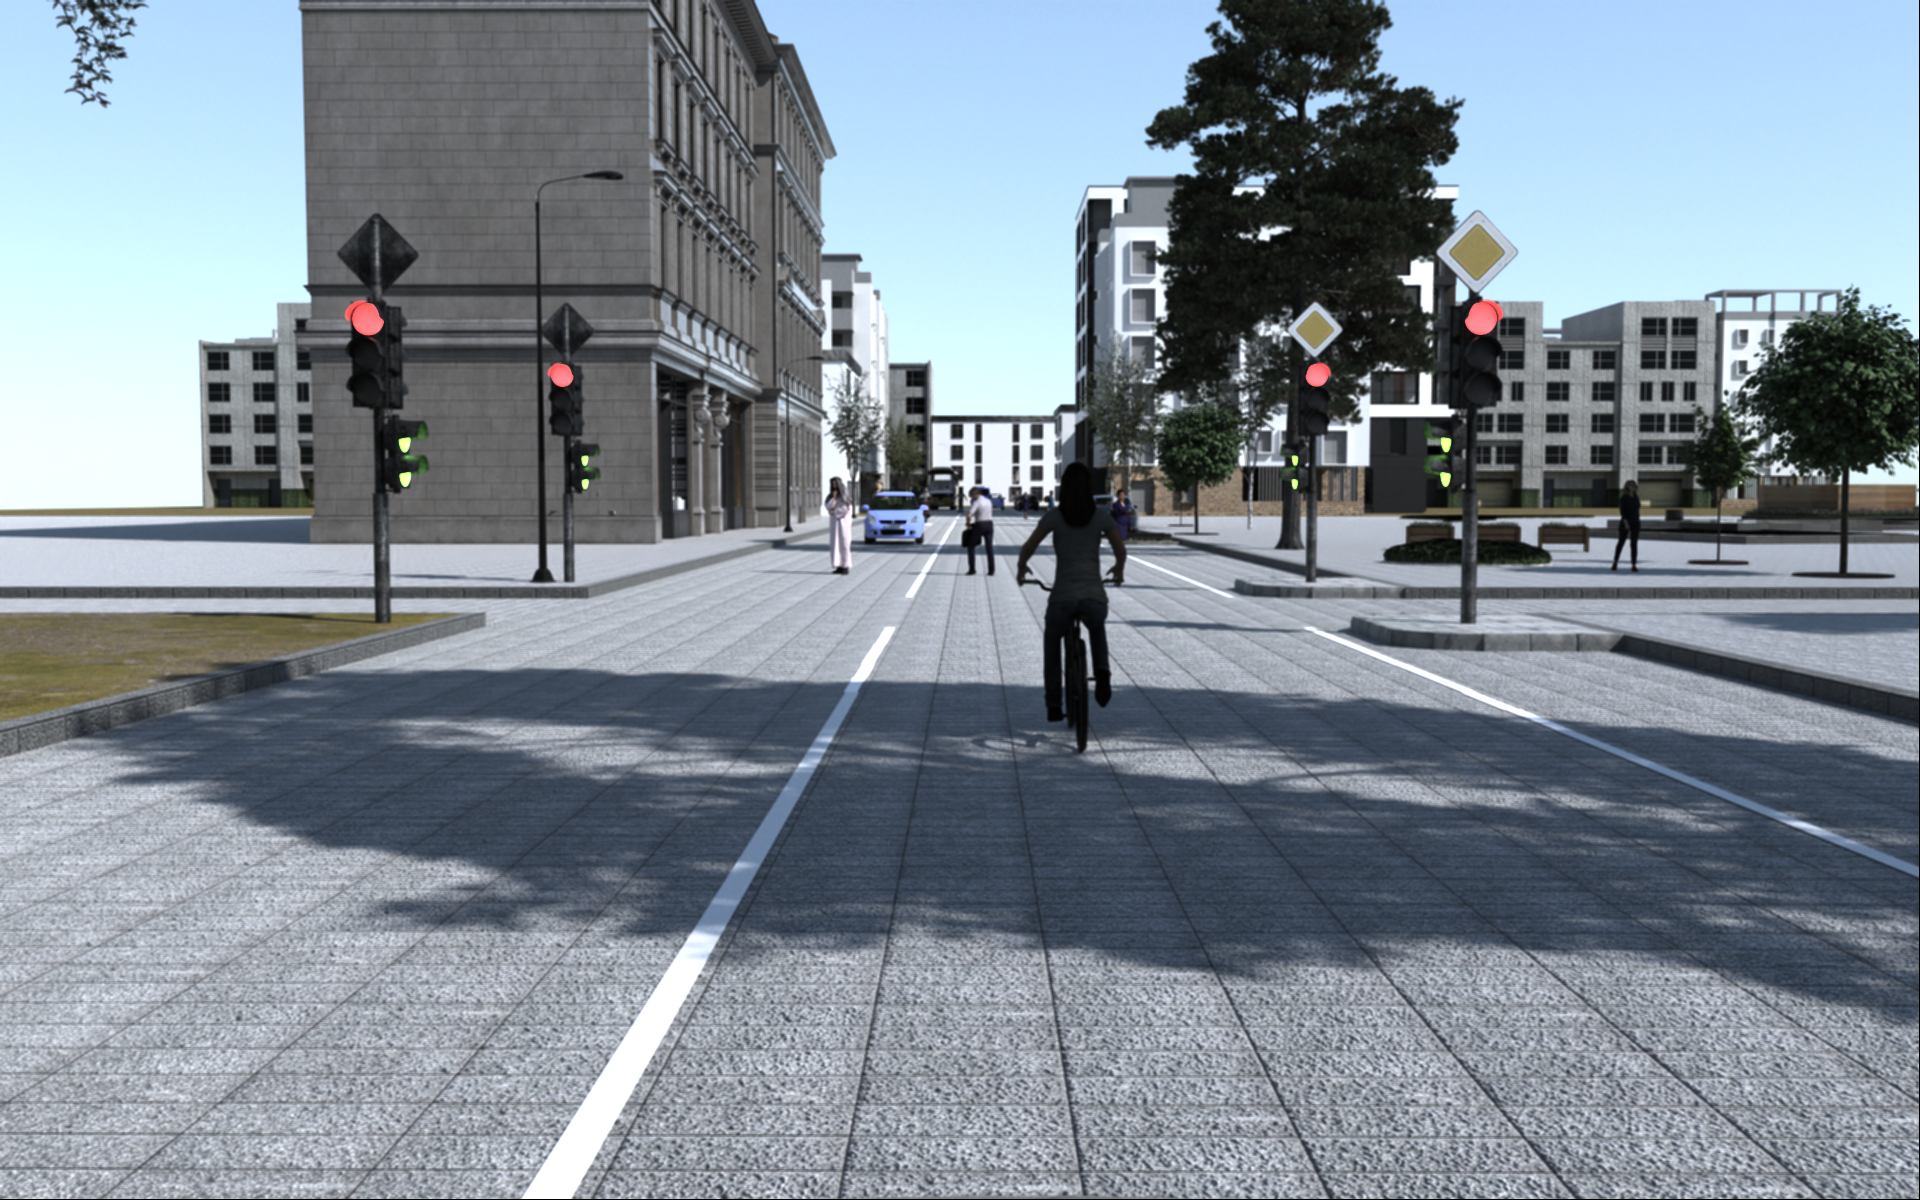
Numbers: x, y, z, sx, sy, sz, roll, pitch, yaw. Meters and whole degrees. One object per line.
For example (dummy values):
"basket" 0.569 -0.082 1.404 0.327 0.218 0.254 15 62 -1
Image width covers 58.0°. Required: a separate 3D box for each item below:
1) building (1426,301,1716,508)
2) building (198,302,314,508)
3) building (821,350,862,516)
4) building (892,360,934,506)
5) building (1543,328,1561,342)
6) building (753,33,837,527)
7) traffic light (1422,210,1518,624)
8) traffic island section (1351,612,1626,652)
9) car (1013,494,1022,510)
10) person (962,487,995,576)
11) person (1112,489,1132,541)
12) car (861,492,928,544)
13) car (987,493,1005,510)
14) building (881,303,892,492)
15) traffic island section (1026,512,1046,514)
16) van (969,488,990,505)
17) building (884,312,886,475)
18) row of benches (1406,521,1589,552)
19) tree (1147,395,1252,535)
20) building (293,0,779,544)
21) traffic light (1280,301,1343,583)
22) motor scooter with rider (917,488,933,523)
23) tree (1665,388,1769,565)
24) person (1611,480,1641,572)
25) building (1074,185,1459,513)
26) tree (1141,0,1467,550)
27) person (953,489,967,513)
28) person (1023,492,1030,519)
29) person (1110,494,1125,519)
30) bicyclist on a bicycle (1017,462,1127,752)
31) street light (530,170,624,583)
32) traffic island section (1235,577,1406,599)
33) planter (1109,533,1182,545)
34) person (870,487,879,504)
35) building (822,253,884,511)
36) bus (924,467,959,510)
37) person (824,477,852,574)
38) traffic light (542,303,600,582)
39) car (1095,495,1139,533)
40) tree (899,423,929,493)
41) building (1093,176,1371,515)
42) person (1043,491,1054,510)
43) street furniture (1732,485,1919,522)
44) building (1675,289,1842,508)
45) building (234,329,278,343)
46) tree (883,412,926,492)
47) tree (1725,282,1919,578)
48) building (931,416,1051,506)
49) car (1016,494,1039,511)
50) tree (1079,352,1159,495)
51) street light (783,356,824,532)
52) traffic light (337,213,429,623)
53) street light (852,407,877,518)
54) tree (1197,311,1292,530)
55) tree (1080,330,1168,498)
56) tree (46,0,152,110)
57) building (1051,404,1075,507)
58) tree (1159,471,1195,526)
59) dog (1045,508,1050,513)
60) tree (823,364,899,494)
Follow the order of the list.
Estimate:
"building" 53.426 -18.400 167.297 31.486 18.905 16.747 0 4 0
"building" -54.441 -18.464 168.339 31.486 18.905 16.747 0 4 0
"building" -11.057 -10.564 114.868 9.099 9.664 28.070 0 4 0
"building" -18.806 -19.974 193.039 31.486 18.905 16.747 0 4 0
"building" 64.287 -20.545 192.330 11.380 20.091 16.016 0 4 0
"building" -11.945 -14.656 75.774 11.583 22.565 21.152 0 4 0
"traffic light" 5.028 -1.703 17.086 0.839 4.213 0.868 0 4 0
"traffic island section" 5.068 0.311 17.199 2.009 0.180 2.903 0 4 0
"car" 5.911 -9.127 161.236 2.014 1.417 4.499 0 4 2
"person" 0.316 -1.213 30.538 0.614 1.554 0.590 -3 5 -45
"person" 3.487 -1.573 36.588 0.546 1.535 0.453 3 5 40
"car" -1.902 -2.513 50.684 1.945 1.707 3.694 0 4 -1
"car" 3.123 -8.946 155.857 1.945 1.707 3.694 0 4 1
"building" -22.964 -18.380 166.967 31.486 18.905 16.747 0 4 0
"traffic island section" 5.824 -6.371 127.026 1.991 0.108 1.994 0 4 0
"van" 1.998 -9.992 167.750 2.240 2.365 5.245 0 4 0
"building" -14.276 -17.689 145.633 16.016 20.091 11.380 0 4 0
"row of benches" 12.045 -1.452 39.205 4.104 0.672 1.422 1 4 17
"tree" 7.600 -4.358 54.972 4.285 4.588 4.351 0 3 0
"building" -12.204 -11.875 45.070 10.553 20.767 40.483 0 4 0
"traffic light" 5.084 -2.191 25.071 0.839 4.213 0.868 0 4 0
"motor scooter with rider" -1.779 -4.741 86.479 0.876 1.779 1.986 0 4 1
"tree" 13.948 -2.265 31.638 1.663 3.219 1.824 0 3 0
"person" 11.109 -1.242 28.886 0.480 1.512 0.613 -2 4 -33
"building" 22.521 -17.565 131.160 27.936 21.610 32.646 0 4 0
"tree" 7.988 -8.102 39.894 7.806 13.903 7.818 0 3 0
"person" 0.039 -7.473 130.762 1.350 1.814 0.705 3 4 38
"person" 3.832 -5.372 98.705 0.546 1.535 0.453 3 4 37
"person" 4.752 -2.509 51.739 0.614 1.554 0.590 -3 5 -42
"bicyclist on a bicycle" 0.669 -0.004 10.084 1.499 1.676 1.625 0 4 0
"street light" -5.527 -3.210 25.018 1.470 5.913 1.316 0 4 0
"traffic island section" 5.124 -0.178 25.184 2.009 0.180 2.903 0 4 0
"planter" 5.298 -1.755 49.841 1.991 0.319 1.994 0 4 0
"person" -3.937 -4.615 84.485 0.750 1.759 0.617 -3 5 -40
"building" -14.416 -16.993 134.260 16.016 20.091 11.380 0 4 0
"bus" -1.568 -10.284 159.690 2.896 3.916 12.252 0 4 2
"person" -2.182 -1.340 31.073 0.551 1.740 0.621 1 4 9
"traffic light" -5.677 -2.195 25.129 0.839 4.213 0.868 0 4 0
"car" 5.146 -2.915 59.662 2.014 1.417 4.499 0 4 1
"tree" -5.337 -13.922 177.985 4.360 8.622 3.978 0 3 0
"building" 16.588 -15.443 108.909 16.016 20.091 11.380 0 4 0
"person" 4.247 -4.321 81.013 0.662 1.594 0.647 2 4 27
"street furniture" 41.580 -4.637 82.662 9.812 1.723 11.010 -1 4 -22
"building" 75.268 -18.972 166.608 11.380 20.091 16.016 0 4 0
"building" -72.525 -20.586 193.008 11.380 20.091 16.016 0 4 0
"tree" -5.783 -12.541 155.412 4.737 8.622 4.395 0 3 0
"tree" 13.750 -2.646 26.983 4.285 4.588 4.351 0 3 0
"building" 10.990 -15.134 189.592 28.070 9.664 9.099 0 4 0
"car" 5.748 -8.383 146.850 2.009 1.686 4.222 0 4 -1
"tree" 8.142 -8.566 90.421 4.737 8.622 4.395 0 3 0
"street light" -5.274 -5.256 58.476 1.470 5.913 1.316 0 4 0
"traffic light" -5.733 -1.706 17.144 0.839 4.213 0.868 0 4 0
"street light" -5.127 -7.313 92.110 1.470 5.913 1.316 0 4 0
"tree" 10.434 -6.873 62.731 4.360 8.622 3.978 0 3 0
"tree" 7.480 -7.747 77.023 4.360 8.622 3.978 0 3 0
"tree" -6.849 -6.000 8.464 12.009 13.543 11.850 0 3 0
"building" 13.930 -13.440 161.887 9.099 9.664 28.070 0 4 0
"tree" 8.843 -4.579 69.463 1.663 3.219 1.824 0 3 0
"dog" 3.763 -3.505 74.137 0.513 0.831 0.800 2 4 24
"tree" -5.927 -8.999 97.490 4.360 8.622 3.978 0 3 0
